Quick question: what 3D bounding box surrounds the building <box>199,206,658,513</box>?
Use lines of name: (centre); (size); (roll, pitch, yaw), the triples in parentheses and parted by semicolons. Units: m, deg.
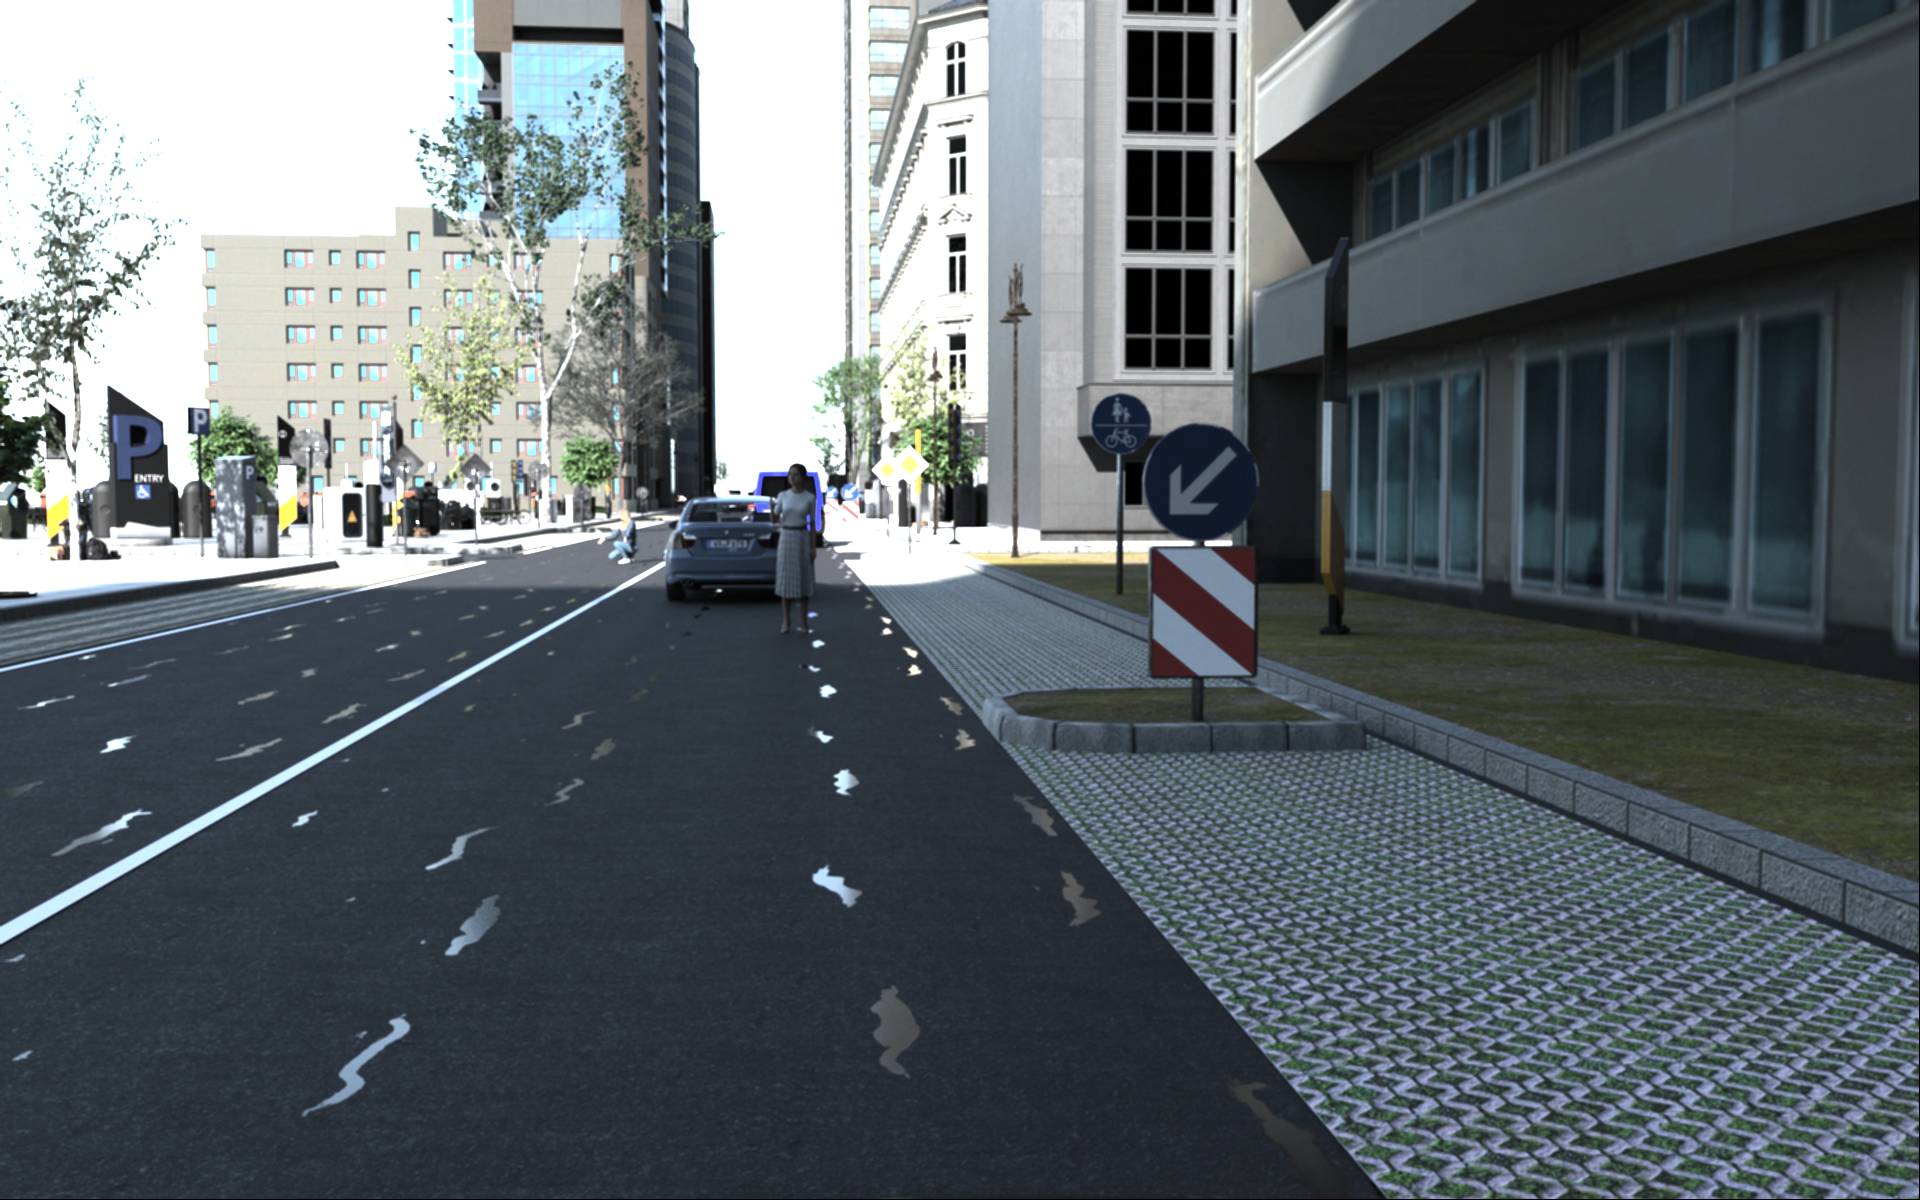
building: (-37.947, -17.470, 130.672); (27.650, 21.520, 28.899); (0, 4, -6)

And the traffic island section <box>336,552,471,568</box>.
traffic island section: (-11.213, -0.776, 34.970); (2.009, 0.180, 2.903); (0, 4, -6)

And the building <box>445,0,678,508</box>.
building: (-39.624, -52.651, 173.521); (22.319, 86.520, 31.000); (0, 4, -6)

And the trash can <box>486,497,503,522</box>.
trash can: (-21.612, -4.207, 80.433); (0.748, 1.137, 0.748); (0, 3, 0)

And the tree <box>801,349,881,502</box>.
tree: (-7.498, -12.086, 123.361); (9.928, 11.665, 9.643); (0, 3, 0)

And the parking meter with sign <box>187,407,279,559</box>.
parking meter with sign: (-14.454, -2.342, 34.549); (1.738, 3.016, 0.543); (1, 4, 15)

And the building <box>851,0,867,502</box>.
building: (0.501, -37.755, 159.292); (21.231, 58.520, 28.212); (0, 4, -6)

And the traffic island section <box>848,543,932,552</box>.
traffic island section: (-1.809, -1.323, 43.918); (2.009, 0.180, 2.903); (0, 4, -6)

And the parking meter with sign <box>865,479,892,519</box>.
parking meter with sign: (-4.118, -5.676, 89.057); (0.543, 3.016, 1.738); (3, 5, 45)

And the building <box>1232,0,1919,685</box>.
building: (15.665, -23.925, 14.878); (21.300, 48.544, 21.600); (0, 4, -6)

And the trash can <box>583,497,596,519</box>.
trash can: (-19.245, -4.787, 89.924); (0.748, 1.137, 0.748); (0, 3, 0)

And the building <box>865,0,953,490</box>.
building: (-0.542, -27.814, 138.359); (14.154, 41.232, 14.086); (0, 4, -6)

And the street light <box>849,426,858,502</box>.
street light: (-7.148, -8.908, 118.437); (0.468, 5.910, 1.993); (0, 4, -6)

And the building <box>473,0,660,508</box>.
building: (-33.858, -30.737, 152.658); (14.600, 45.320, 14.200); (0, 4, -6)

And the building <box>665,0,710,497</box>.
building: (-45.128, -48.880, 237.435); (20.563, 71.187, 20.611); (0, 4, -6)

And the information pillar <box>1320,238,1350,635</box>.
information pillar: (3.411, -1.492, 15.751); (0.183, 3.616, 0.504); (2, 4, 28)

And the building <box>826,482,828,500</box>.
building: (-4.380, -35.144, 266.487); (32.217, 40.220, 23.993); (0, 4, -6)

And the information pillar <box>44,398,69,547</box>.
information pillar: (-22.036, -3.112, 42.230); (0.504, 3.616, 0.183); (-2, 4, -26)

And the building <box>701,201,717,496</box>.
building: (-43.376, -37.065, 256.128); (14.600, 45.320, 14.200); (0, 4, -6)

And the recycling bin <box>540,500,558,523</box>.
recycling bin: (-18.324, -3.943, 77.024); (0.722, 1.027, 0.722); (0, 4, -3)

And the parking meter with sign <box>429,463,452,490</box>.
parking meter with sign: (-28.649, -6.127, 96.442); (0.543, 3.016, 1.738); (3, 4, 38)

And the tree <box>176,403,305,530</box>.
tree: (-26.447, -4.809, 62.343); (4.285, 4.588, 4.351); (0, 3, 0)

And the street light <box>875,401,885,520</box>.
street light: (-3.926, -6.926, 86.024); (0.468, 5.910, 1.993); (0, 4, -6)

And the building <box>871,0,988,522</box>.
building: (4.546, -19.652, 97.728); (17.030, 29.872, 44.131); (0, 4, -6)

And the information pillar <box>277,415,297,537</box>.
information pillar: (-19.990, -3.675, 51.440); (0.504, 3.616, 0.183); (-1, 4, -12)

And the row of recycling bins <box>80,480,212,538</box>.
row of recycling bins: (-23.585, -2.656, 50.546); (3.534, 1.692, 1.069); (0, 4, 4)

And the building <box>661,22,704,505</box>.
building: (-43.123, -41.069, 213.475); (21.231, 58.520, 28.212); (0, 4, -6)

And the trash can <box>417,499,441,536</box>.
trash can: (-16.392, -2.559, 53.489); (0.748, 1.137, 0.748); (0, 3, 0)

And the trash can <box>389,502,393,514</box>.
trash can: (-29.030, -4.730, 88.984); (0.748, 1.137, 0.748); (0, 3, 0)

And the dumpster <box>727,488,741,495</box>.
dumpster: (-31.596, -14.525, 242.439); (1.985, 2.255, 1.502); (0, 4, -7)

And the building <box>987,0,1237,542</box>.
building: (13.442, -15.810, 52.000); (24.014, 27.812, 14.314); (0, 4, -6)

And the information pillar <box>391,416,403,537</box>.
information pillar: (-16.949, -3.722, 52.204); (0.504, 3.616, 0.183); (3, 4, 38)

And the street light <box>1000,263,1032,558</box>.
street light: (1.115, -3.797, 34.869); (0.468, 5.910, 1.993); (0, 4, -6)

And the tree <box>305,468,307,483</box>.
tree: (-39.784, -7.219, 101.752); (4.285, 4.588, 4.351); (0, 3, 0)

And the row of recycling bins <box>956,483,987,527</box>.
row of recycling bins: (1.228, -3.708, 67.734); (3.534, 1.692, 1.069); (-3, 5, -42)

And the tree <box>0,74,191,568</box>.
tree: (-15.539, -4.850, 29.663); (4.360, 8.622, 3.978); (0, 3, 0)

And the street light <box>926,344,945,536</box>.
street light: (-0.772, -4.932, 53.424); (0.468, 5.910, 1.993); (0, 4, -6)

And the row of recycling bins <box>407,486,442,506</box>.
row of recycling bins: (-28.448, -5.212, 92.327); (1.069, 1.692, 3.534); (0, 4, 4)

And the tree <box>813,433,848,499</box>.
tree: (-15.371, -15.511, 203.973); (4.737, 8.622, 4.395); (0, 3, 0)

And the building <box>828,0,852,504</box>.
building: (-6.299, -47.701, 218.156); (20.563, 71.187, 20.611); (0, 4, -6)

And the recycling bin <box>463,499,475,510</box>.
recycling bin: (-26.256, -4.895, 92.580); (0.722, 1.027, 0.722); (0, 4, 3)

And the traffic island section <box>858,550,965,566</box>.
traffic island section: (-1.021, -0.837, 35.971); (2.009, 0.180, 2.903); (0, 4, -6)

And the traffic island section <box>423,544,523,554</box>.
traffic island section: (-12.001, -1.262, 42.916); (2.009, 0.180, 2.903); (0, 4, -6)

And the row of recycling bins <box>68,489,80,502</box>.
row of recycling bins: (-56.339, -6.469, 112.873); (3.534, 1.692, 1.069); (-3, 5, -42)
